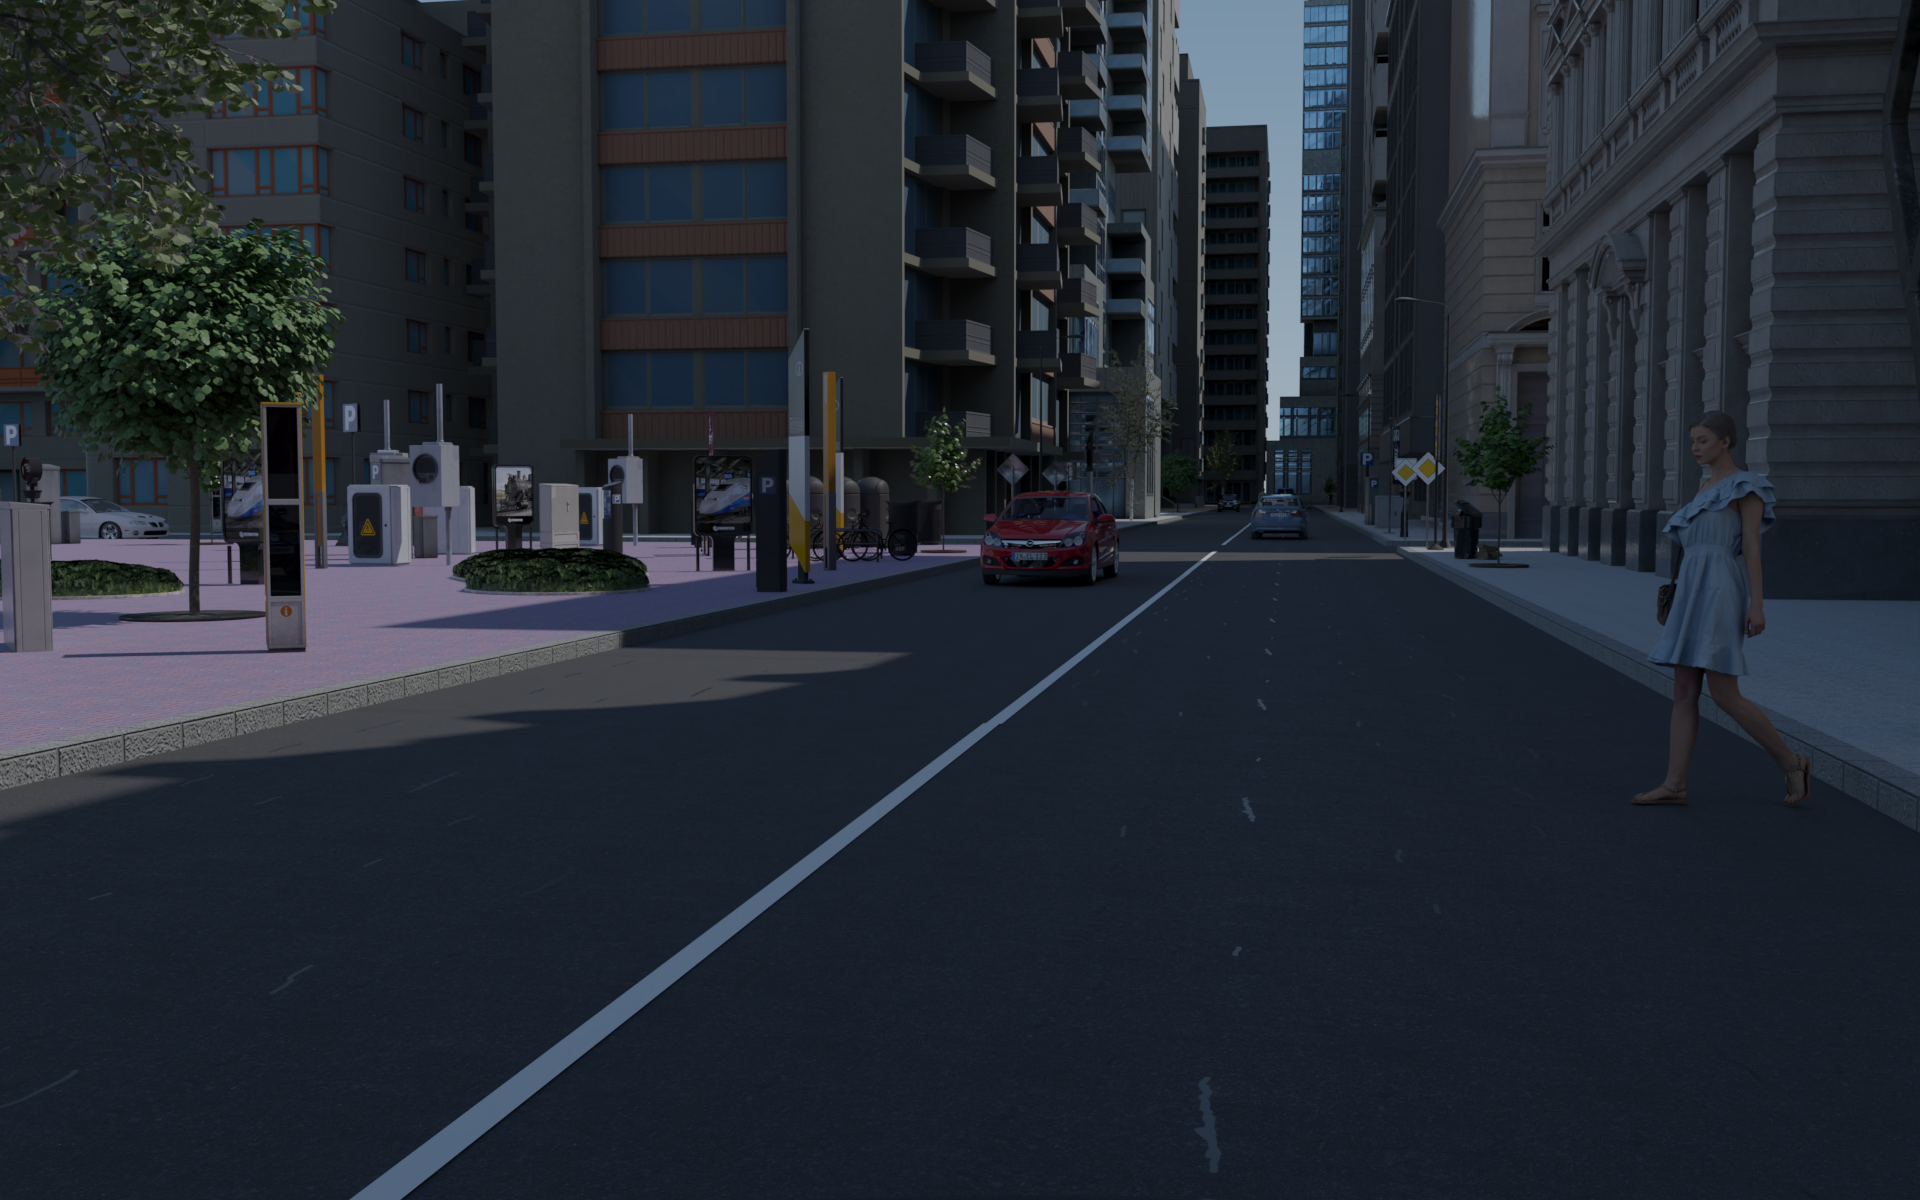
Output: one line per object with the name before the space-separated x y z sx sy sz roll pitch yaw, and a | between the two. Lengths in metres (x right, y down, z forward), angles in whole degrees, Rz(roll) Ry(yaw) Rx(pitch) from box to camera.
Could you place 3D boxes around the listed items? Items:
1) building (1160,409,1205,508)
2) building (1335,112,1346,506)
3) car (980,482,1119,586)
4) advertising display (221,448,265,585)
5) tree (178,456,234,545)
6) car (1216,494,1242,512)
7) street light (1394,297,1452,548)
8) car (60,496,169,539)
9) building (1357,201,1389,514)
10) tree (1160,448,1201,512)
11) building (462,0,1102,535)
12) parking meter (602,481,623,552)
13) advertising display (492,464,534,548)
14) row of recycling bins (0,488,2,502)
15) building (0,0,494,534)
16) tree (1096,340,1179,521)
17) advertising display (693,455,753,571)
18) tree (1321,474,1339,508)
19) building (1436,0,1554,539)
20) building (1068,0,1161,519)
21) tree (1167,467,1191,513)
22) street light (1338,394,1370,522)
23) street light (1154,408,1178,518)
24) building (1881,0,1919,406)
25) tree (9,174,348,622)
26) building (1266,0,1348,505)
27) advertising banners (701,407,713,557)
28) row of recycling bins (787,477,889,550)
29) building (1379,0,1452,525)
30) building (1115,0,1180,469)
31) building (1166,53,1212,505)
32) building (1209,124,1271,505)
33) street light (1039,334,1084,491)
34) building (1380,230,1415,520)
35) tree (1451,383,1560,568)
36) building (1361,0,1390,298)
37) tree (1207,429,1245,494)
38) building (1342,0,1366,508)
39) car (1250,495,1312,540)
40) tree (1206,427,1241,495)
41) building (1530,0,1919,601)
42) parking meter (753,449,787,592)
building | 7.073 -29.018 166.318 32.217 40.220 23.993 1 4 11
building | 48.039 -30.821 187.509 14.154 41.232 14.086 1 4 11
car | 1.537 -1.197 28.609 2.155 1.783 4.494 1 4 12
advertising display | -10.047 -1.182 24.532 0.974 1.923 0.123 2 4 24
tree | -18.879 -3.016 43.906 1.663 3.219 1.824 0 3 0
car | 21.539 -7.884 138.688 2.009 1.686 4.222 1 4 10
street light | 10.955 -4.186 40.978 1.470 5.913 1.316 1 4 11
car | -25.853 -2.380 51.274 4.827 1.381 2.083 1 4 11
building | 31.102 -16.115 112.630 9.793 20.994 18.267 1 4 11
tree | 15.438 -8.543 123.385 4.285 4.588 4.351 0 3 0
building | -6.347 -25.208 66.771 22.147 44.769 28.867 1 4 11
parking meter | -6.574 -1.490 32.770 0.372 1.533 0.369 0 3 0
advertising display | -9.796 -2.004 37.986 0.123 1.923 0.974 3 5 44
row of recycling bins | -26.356 -2.267 44.181 3.534 1.692 1.069 -1 4 -12
building | -32.161 -13.869 71.791 28.899 21.520 27.650 1 4 11
tree | 8.391 -8.152 83.650 4.360 8.622 3.978 0 3 0
advertising display | -3.950 -1.447 28.874 0.974 1.923 0.123 -1 4 -17
tree | 34.681 -10.304 163.079 1.663 3.219 1.824 0 3 0
building | 25.421 -16.323 52.783 20.117 28.700 13.634 1 4 11
building | 1.314 -48.313 102.584 22.319 86.520 31.000 1 4 11
tree | 15.350 -7.692 120.362 1.663 3.219 1.824 0 3 0
street light | 18.327 -6.577 80.068 1.470 5.913 1.316 1 4 11
street light | 11.046 -7.399 93.518 1.470 5.913 1.316 1 4 11
building | 15.385 -8.730 10.184 16.820 18.784 16.811 1 4 11
tree | -7.977 -2.085 17.801 4.285 4.588 4.351 0 3 0
building | 53.988 -55.082 213.257 31.000 86.520 22.319 1 4 11
advertising banners | -5.248 -2.429 35.903 0.090 3.025 2.074 -1 4 -14
row of recycling bins | -3.179 -2.077 41.078 3.534 1.692 1.069 -3 4 -38
building | 25.577 -17.058 72.399 14.314 27.812 24.014 1 4 11
building | 3.536 -33.706 140.335 28.713 52.752 27.495 1 4 11
building | 15.746 -34.639 190.048 21.600 48.544 21.300 1 4 11
building | 28.054 -36.398 218.812 21.600 48.544 21.300 1 4 11
street light | 2.896 -4.769 50.514 1.470 5.913 1.316 1 4 11
building | 28.657 -14.034 94.076 10.561 19.102 19.286 1 4 11
tree | 9.367 -2.192 30.436 1.663 3.219 1.824 0 3 0
building | 46.137 -33.504 137.023 28.713 52.752 27.495 1 4 11
tree | 30.289 -15.117 197.516 4.360 8.622 3.978 0 3 0
building | 47.391 -38.098 164.905 21.231 58.520 28.212 1 4 11
car | 10.343 -2.688 55.949 2.014 1.417 4.499 1 4 12
tree | 28.948 -14.723 191.075 4.737 8.622 4.395 0 3 0
building | 16.163 -12.213 28.562 11.050 23.489 19.941 1 4 11
parking meter | -2.488 -1.040 22.709 0.399 1.863 0.255 1 4 15
